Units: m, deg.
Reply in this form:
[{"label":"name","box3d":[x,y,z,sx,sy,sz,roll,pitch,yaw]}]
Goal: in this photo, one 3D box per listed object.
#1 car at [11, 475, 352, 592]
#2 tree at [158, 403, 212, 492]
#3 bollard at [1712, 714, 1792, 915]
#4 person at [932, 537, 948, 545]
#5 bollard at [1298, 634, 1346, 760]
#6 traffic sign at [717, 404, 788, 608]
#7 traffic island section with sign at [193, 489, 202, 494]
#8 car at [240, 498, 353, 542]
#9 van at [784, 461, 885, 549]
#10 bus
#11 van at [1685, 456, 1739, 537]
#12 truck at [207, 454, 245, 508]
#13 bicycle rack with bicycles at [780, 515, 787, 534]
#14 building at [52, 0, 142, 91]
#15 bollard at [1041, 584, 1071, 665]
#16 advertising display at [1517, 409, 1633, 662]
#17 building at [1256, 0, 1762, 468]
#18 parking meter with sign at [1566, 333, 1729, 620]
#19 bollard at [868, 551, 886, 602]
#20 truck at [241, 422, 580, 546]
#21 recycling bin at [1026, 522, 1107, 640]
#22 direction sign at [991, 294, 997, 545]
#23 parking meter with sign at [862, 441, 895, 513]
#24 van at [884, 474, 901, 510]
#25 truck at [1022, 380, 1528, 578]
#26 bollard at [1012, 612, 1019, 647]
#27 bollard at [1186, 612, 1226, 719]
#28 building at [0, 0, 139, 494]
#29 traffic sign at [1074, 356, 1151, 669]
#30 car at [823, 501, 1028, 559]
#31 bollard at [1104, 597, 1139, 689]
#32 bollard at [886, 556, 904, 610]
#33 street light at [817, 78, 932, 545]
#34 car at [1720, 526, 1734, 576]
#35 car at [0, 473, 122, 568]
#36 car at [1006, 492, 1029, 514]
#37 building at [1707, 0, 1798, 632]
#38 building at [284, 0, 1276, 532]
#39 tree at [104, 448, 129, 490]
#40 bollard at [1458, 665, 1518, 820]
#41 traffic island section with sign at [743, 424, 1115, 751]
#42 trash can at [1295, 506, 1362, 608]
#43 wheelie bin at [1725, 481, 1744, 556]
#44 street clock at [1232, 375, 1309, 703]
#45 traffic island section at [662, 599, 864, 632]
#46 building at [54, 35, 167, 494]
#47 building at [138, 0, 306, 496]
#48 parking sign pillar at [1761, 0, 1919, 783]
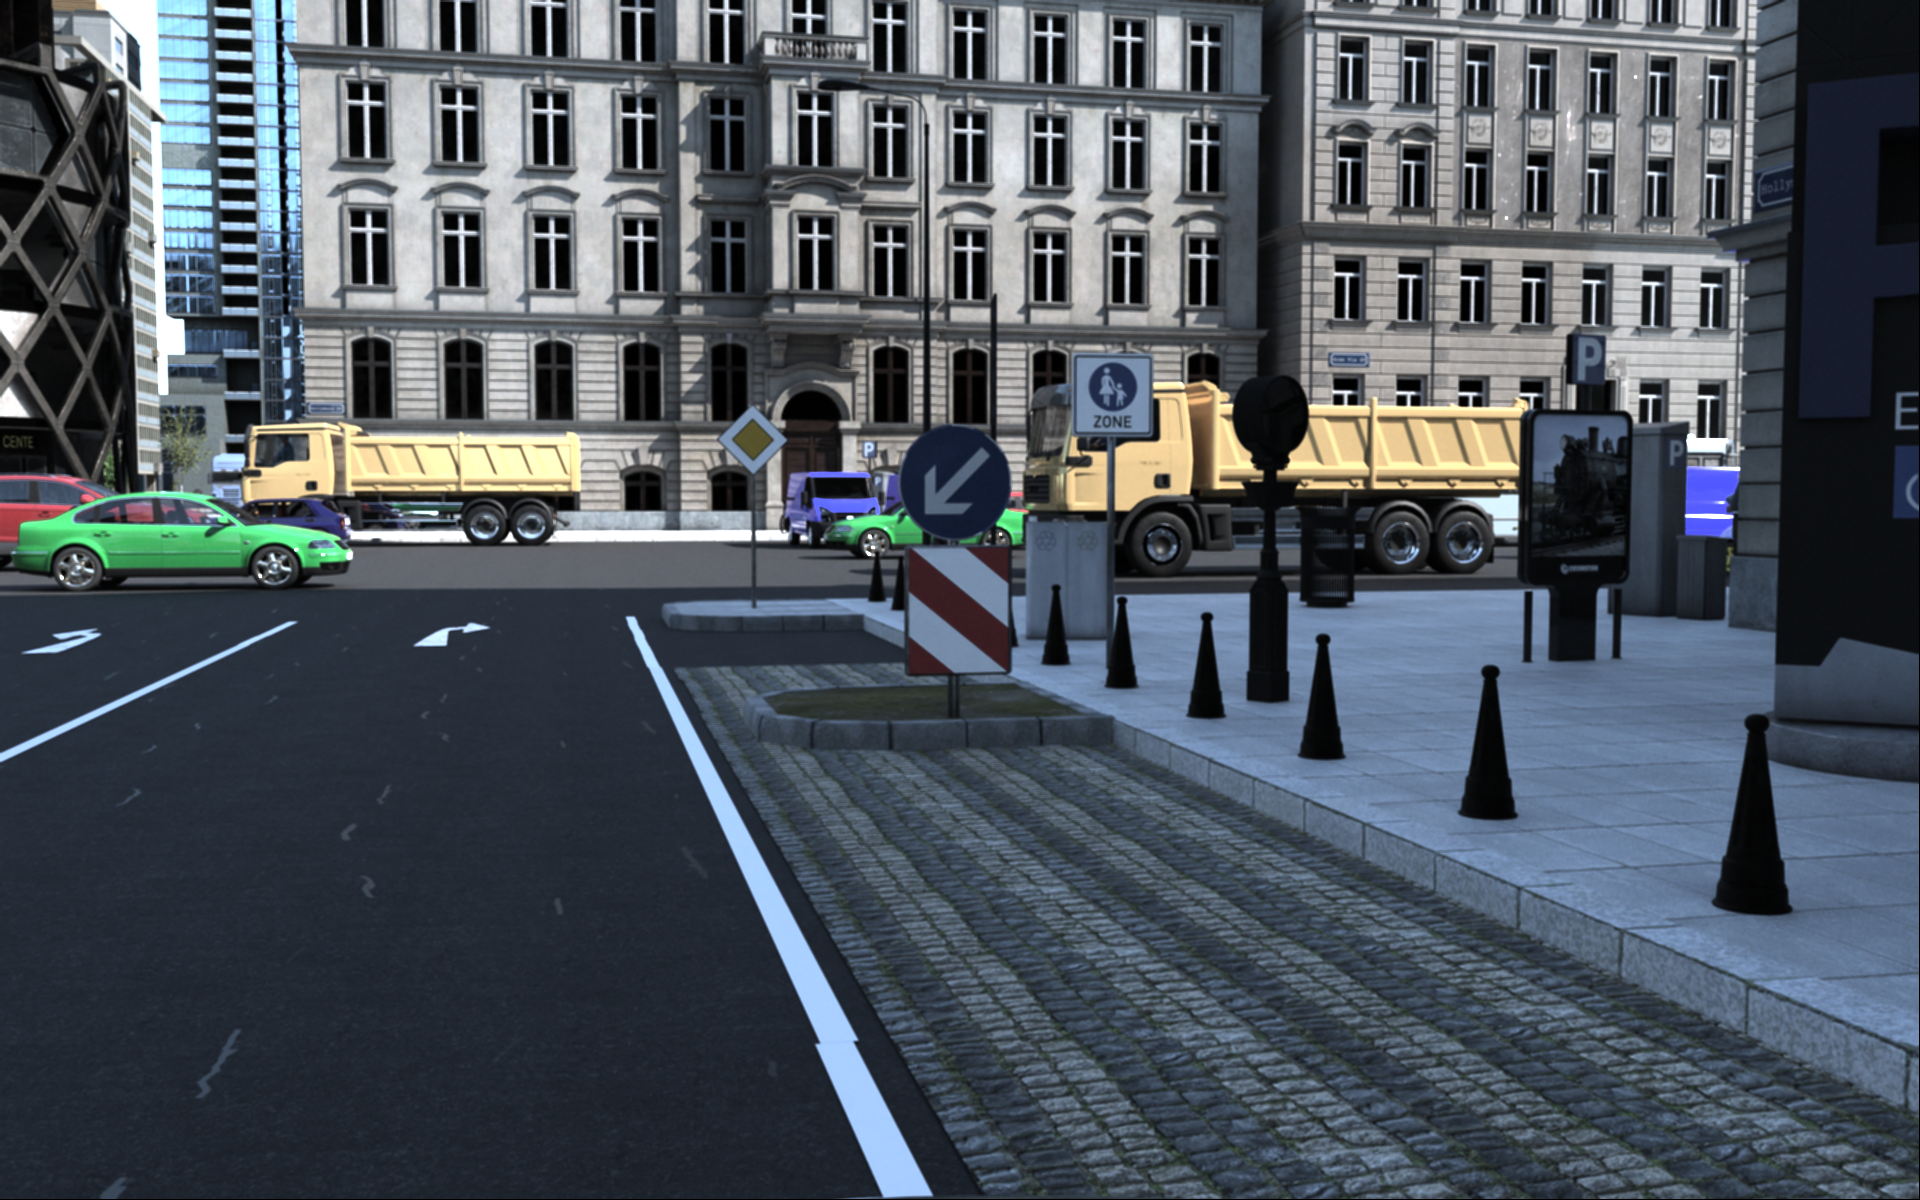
[{"label":"car","box3d":[-11.778,-1.078,26.425,4.718,1.807,1.959,-1,4,-12]},{"label":"tree","box3d":[-63.168,-11.639,140.668,4.737,8.622,4.395,0,3,0]},{"label":"bollard","box3d":[2.462,0.653,5.367,0.229,0.601,0.229,0,3,0]},{"label":"person","box3d":[-0.330,-0.991,26.568,0.647,1.594,0.662,2,4,32]},{"label":"bollard","box3d":[1.768,0.464,8.450,0.229,0.601,0.229,0,3,0]},{"label":"traffic sign","box3d":[-2.320,-0.965,19.422,0.795,2.450,0.064,-1,4,-13]},{"label":"traffic island section with sign","box3d":[-59.154,-7.689,134.336,1.989,1.847,2.006,-1,4,-13]},{"label":"car","box3d":[-16.657,-1.771,41.528,3.894,1.354,1.945,-1,4,-13]},{"label":"van","box3d":[-3.477,-2.621,47.232,2.240,2.365,5.245,-1,4,-14]},{"label":"bus","box3d":[15.867,-3.271,48.336,13.247,3.499,2.948,-1,4,-12]},{"label":"van","box3d":[16.362,-2.106,38.822,5.245,2.365,2.240,-1,4,-14]},{"label":"truck","box3d":[-49.401,-8.059,121.515,2.967,4.110,18.799,-1,4,-12]},{"label":"bicycle rack with bicycles","box3d":[-4.713,-2.606,55.989,2.852,0.926,2.925,3,5,41]},{"label":"building","box3d":[-113.450,-40.708,207.567,28.212,58.520,21.231,-1,4,-13]},{"label":"bollard","box3d":[0.725,0.182,13.068,0.229,0.601,0.229,0,3,0]},{"label":"advertising display","box3d":[4.727,-0.496,13.321,0.974,1.923,0.123,-1,4,-21]},{"label":"building","box3d":[23.022,-16.743,71.008,25.104,27.353,12.463,-1,4,-13]},{"label":"parking meter with sign","box3d":[7.272,-1.348,18.306,0.543,3.016,1.738,-2,4,-31]},{"label":"bollard","box3d":[-0.992,-0.286,20.716,0.229,0.601,0.229,0,3,0]},{"label":"truck","box3d":[-15.606,-3.198,48.211,9.791,3.379,3.469,-1,4,-11]},{"label":"recycling bin","box3d":[0.954,-0.184,15.569,0.722,1.027,0.722,0,4,2]},{"label":"direction sign","box3d":[0.389,-1.718,20.083,0.379,3.537,0.876,0,4,-1]},{"label":"parking meter with sign","box3d":[-2.516,-3.773,57.957,0.543,3.016,1.738,2,4,34]},{"label":"van","box3d":[-0.879,-2.870,51.305,2.240,2.365,5.245,-1,4,-13]},{"label":"truck","box3d":[5.222,-2.158,31.207,9.791,3.379,3.469,-1,4,-14]},{"label":"bollard","box3d":[0.383,0.088,14.598,0.229,0.601,0.229,0,3,0]},{"label":"bollard","box3d":[1.422,0.370,9.985,0.229,0.601,0.229,0,3,0]},{"label":"building","box3d":[-37.751,-11.787,60.163,16.811,18.784,16.820,-1,4,-13]},{"label":"traffic sign","box3d":[1.102,-0.644,12.654,0.606,2.300,0.079,-1,4,-10]},{"label":"car","box3d":[-0.715,-1.848,39.006,4.718,1.807,1.959,-1,4,-13]},{"label":"bollard","box3d":[1.076,0.277,11.514,0.229,0.601,0.229,0,3,0]},{"label":"bollard","box3d":[-0.654,-0.192,19.185,0.229,0.601,0.229,0,3,0]},{"label":"street light","box3d":[-0.907,-2.881,19.651,1.470,5.913,1.316,-1,4,-13]},{"label":"car","box3d":[14.567,-1.218,29.512,1.945,1.707,3.694,-1,4,-14]},{"label":"car","box3d":[-17.010,-1.477,32.826,5.304,1.827,2.281,-1,4,-12]},{"label":"car","box3d":[1.936,-2.215,45.259,4.494,1.783,2.155,-1,4,-12]},{"label":"building","box3d":[16.155,-11.101,0.592,14.460,24.649,34.723,-1,4,-13]},{"label":"building","box3d":[-6.432,-15.086,65.736,34.723,24.649,14.460,-1,4,-13]},{"label":"tree","box3d":[-59.835,-8.456,121.967,4.285,4.588,4.351,0,3,0]},{"label":"bollard","box3d":[2.112,0.559,6.910,0.229,0.601,0.229,0,3,0]},{"label":"traffic island section with sign","box3d":[-0.293,-0.120,10.589,1.989,1.847,2.006,-1,4,-13]},{"label":"trash can","box3d":[4.190,-0.495,19.741,0.748,1.137,0.748,0,3,0]},{"label":"wheelie bin","box3d":[10.115,-0.849,21.793,0.693,1.594,0.980,-3,5,-41]},{"label":"street clock","box3d":[1.913,-0.375,10.700,0.471,2.002,0.358,-3,5,-41]},{"label":"traffic island section","box3d":[-2.298,0.170,19.504,2.009,0.180,2.903,-1,4,-13]},{"label":"building","box3d":[-80.745,-27.650,143.951,23.993,40.220,32.217,-1,4,-13]},{"label":"building","box3d":[-84.602,-55.088,213.358,31.000,86.520,22.319,-1,4,-13]},{"label":"parking sign pillar","box3d":[4.622,-1.206,8.183,1.447,3.967,1.447,2,4,29]}]
